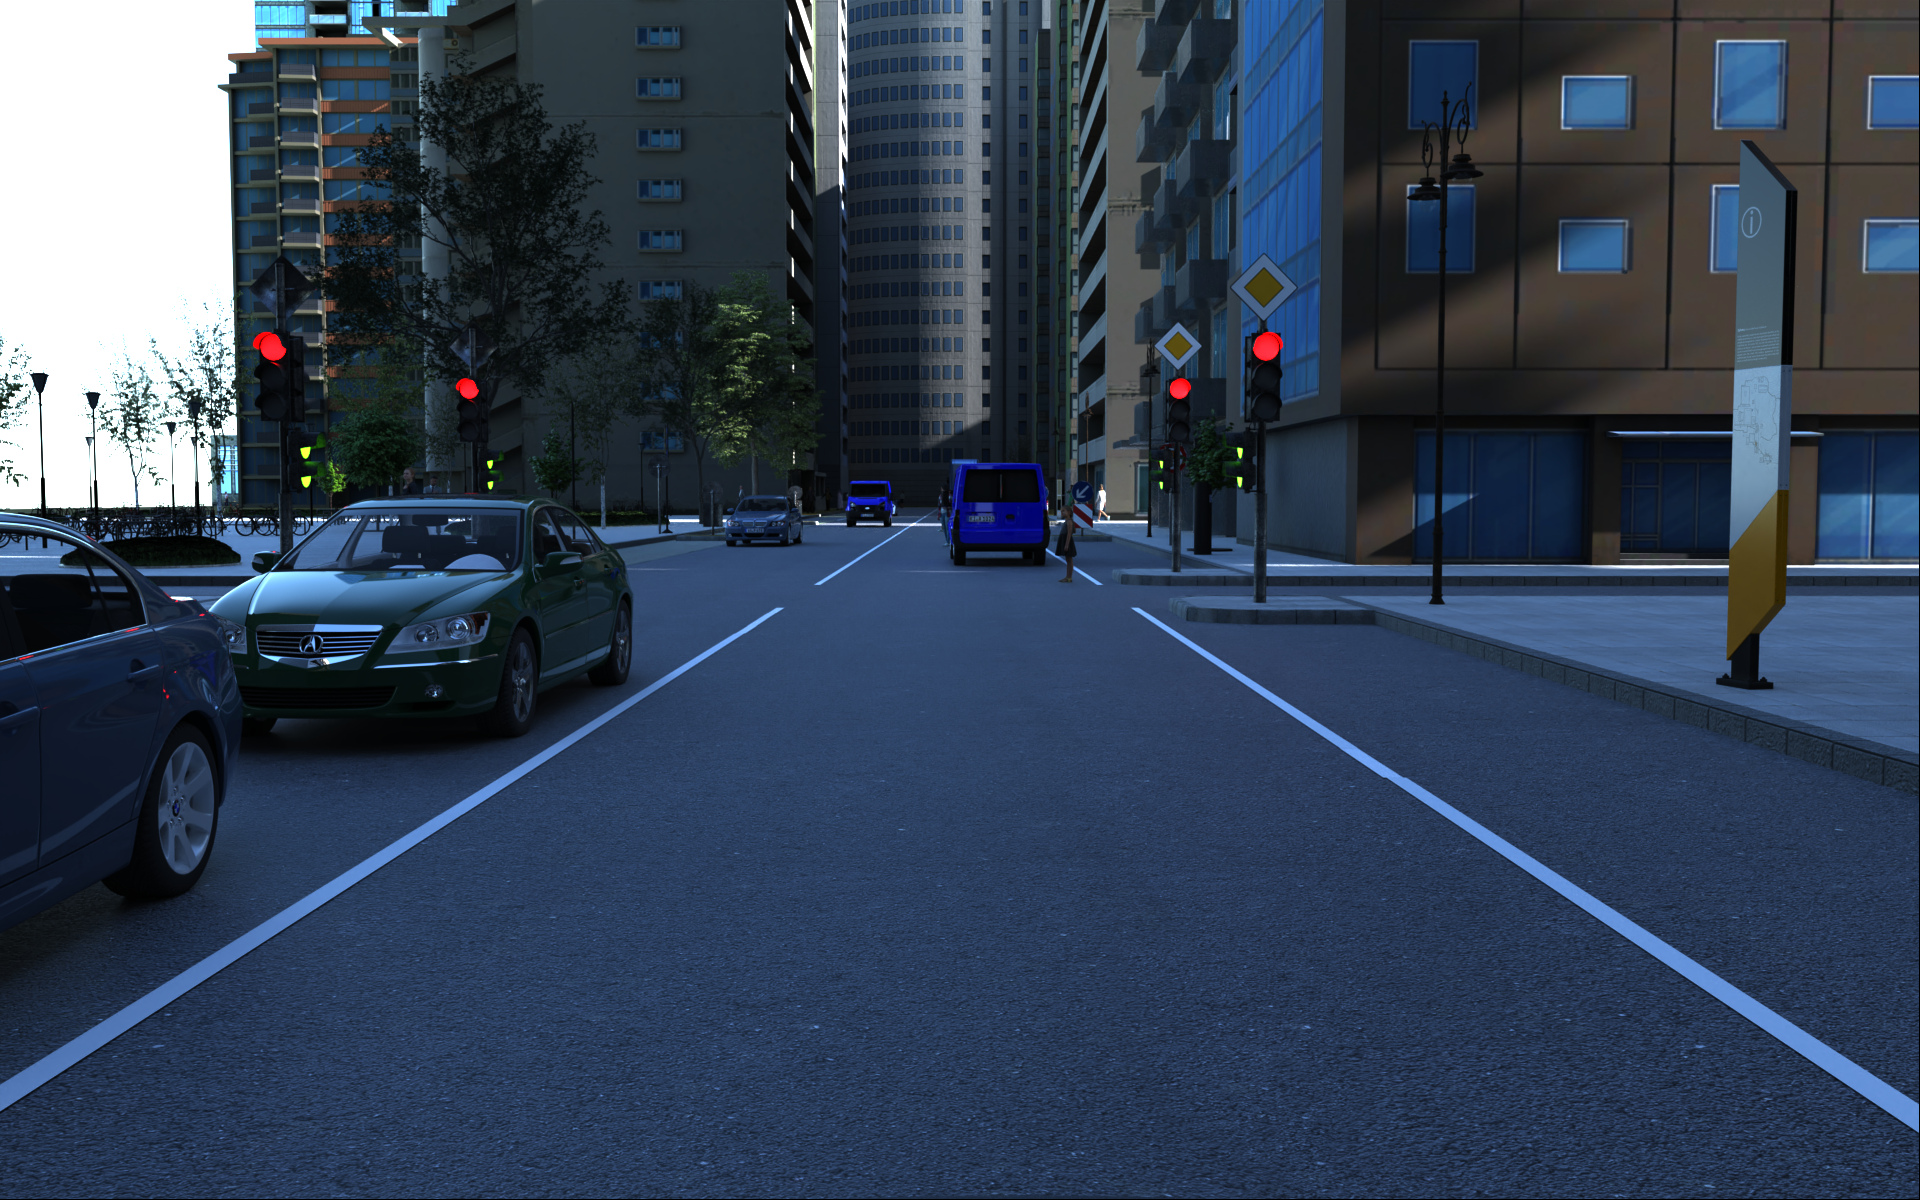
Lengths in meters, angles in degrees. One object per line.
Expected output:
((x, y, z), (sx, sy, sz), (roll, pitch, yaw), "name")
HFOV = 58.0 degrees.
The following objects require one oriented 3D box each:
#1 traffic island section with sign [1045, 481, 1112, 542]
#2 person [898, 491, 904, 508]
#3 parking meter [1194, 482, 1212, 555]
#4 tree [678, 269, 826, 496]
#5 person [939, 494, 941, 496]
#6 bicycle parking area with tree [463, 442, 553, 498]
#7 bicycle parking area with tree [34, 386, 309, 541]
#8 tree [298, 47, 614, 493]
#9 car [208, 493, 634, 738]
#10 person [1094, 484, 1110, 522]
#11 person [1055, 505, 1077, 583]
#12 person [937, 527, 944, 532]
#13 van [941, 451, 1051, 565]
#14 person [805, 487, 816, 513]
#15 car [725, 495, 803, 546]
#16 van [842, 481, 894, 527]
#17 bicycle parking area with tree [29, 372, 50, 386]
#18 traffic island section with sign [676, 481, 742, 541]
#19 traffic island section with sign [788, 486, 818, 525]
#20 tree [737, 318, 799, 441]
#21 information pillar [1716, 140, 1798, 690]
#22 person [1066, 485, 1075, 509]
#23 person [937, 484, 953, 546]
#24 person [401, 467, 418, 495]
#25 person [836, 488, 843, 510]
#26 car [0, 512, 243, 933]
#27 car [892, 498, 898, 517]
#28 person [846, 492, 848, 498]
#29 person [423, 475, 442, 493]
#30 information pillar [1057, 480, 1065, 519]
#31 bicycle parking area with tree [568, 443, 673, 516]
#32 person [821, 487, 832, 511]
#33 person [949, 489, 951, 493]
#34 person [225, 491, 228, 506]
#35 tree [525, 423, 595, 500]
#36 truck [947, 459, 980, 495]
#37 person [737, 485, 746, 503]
((3.595, -2.718, 53.073), (1.989, 1.847, 2.006), (0, 3, 0), "traffic island section with sign")
((-6.037, -10.337, 178.301), (0.721, 1.735, 1.217), (-2, 4, -32), "person")
((5.143, -1.728, 36.659), (0.372, 1.533, 0.369), (0, 3, 0), "parking meter")
((-10.853, -10.398, 88.131), (7.486, 12.596, 7.792), (0, 3, 0), "tree")
((-1.477, -7.922, 139.499), (0.415, 1.643, 0.593), (2, 4, 32), "person")
((-24.607, -5.667, 79.660), (9.016, 4.147, 8.231), (3, 5, 43), "bicycle parking area with tree")
((-23.888, -3.929, 51.247), (9.016, 4.147, 8.231), (1, 4, 20), "bicycle parking area with tree")
((-10.545, -6.294, 37.322), (8.767, 10.594, 7.601), (1, 4, 18), "tree")
((-3.459, 0.005, 11.717), (2.131, 1.459, 4.920), (0, 4, 1), "car")
((6.470, -4.407, 78.845), (0.760, 1.731, 0.466), (1, 4, 18), "person")
((1.707, -0.907, 28.005), (0.373, 1.253, 0.362), (0, 4, -7), "person")
((-0.501, -3.477, 66.106), (0.760, 1.731, 0.466), (-1, 4, -21), "person")
((0.750, -1.963, 36.487), (2.240, 2.365, 5.245), (0, 4, -1), "van")
((-9.924, -6.649, 115.307), (0.434, 1.755, 0.990), (3, 5, 42), "person")
((-5.493, -2.262, 48.988), (2.014, 1.417, 4.499), (0, 4, 2), "car")
((-4.004, -4.427, 76.770), (2.240, 2.365, 5.245), (0, 4, -1), "van")
((-24.093, -3.368, 42.063), (8.231, 4.147, 9.016), (2, 4, 34), "bicycle parking area with tree")
((-7.622, -2.738, 53.401), (1.989, 1.847, 2.006), (0, 3, 0), "traffic island section with sign")
((-7.608, -4.387, 80.356), (1.989, 1.847, 2.006), (0, 3, 0), "traffic island section with sign")
((-11.011, -8.549, 74.192), (8.767, 10.594, 7.601), (0, 3, 0), "tree")
((5.239, -1.222, 11.340), (0.183, 3.616, 0.504), (-1, 4, -12), "information pillar")
((6.120, -5.407, 94.690), (0.529, 1.795, 0.600), (-1, 4, -20), "person")
((-0.353, -2.347, 47.717), (0.563, 1.720, 0.643), (3, 5, 40), "person")
((-10.134, -1.566, 32.065), (0.576, 1.772, 0.534), (3, 4, 37), "person")
((-9.625, -8.093, 139.037), (0.621, 1.740, 0.551), (2, 4, 31), "person")
((-3.598, 0.433, 4.920), (2.014, 1.417, 4.499), (0, 4, -1), "car")
((-4.933, -6.080, 111.407), (2.014, 1.417, 4.499), (0, 4, 1), "car")
((-9.708, -8.727, 151.914), (0.799, 1.438, 0.628), (1, 4, 12), "person")
((-14.478, -2.530, 47.584), (0.511, 1.800, 0.466), (-2, 4, -26), "person")
((5.120, -5.095, 87.788), (0.304, 2.012, 0.304), (3, 5, 41), "information pillar")
((-20.647, -6.793, 98.069), (8.231, 4.147, 9.016), (1, 4, 17), "bicycle parking area with tree")
((-10.087, -7.684, 131.767), (0.705, 1.812, 1.348), (-3, 5, -40), "person")
((-0.657, -6.613, 117.070), (0.568, 1.767, 0.683), (1, 4, 18), "person")
((-78.055, -10.687, 184.176), (0.436, 1.711, 0.756), (-2, 4, -24), "person")
((-11.043, -3.205, 47.010), (1.663, 3.219, 1.824), (0, 3, 0), "tree")
((0.187, -8.450, 127.912), (2.967, 4.110, 18.799), (0, 4, 2), "truck")
((-12.472, -5.641, 98.664), (0.834, 1.777, 0.661), (-3, 4, -37), "person")
